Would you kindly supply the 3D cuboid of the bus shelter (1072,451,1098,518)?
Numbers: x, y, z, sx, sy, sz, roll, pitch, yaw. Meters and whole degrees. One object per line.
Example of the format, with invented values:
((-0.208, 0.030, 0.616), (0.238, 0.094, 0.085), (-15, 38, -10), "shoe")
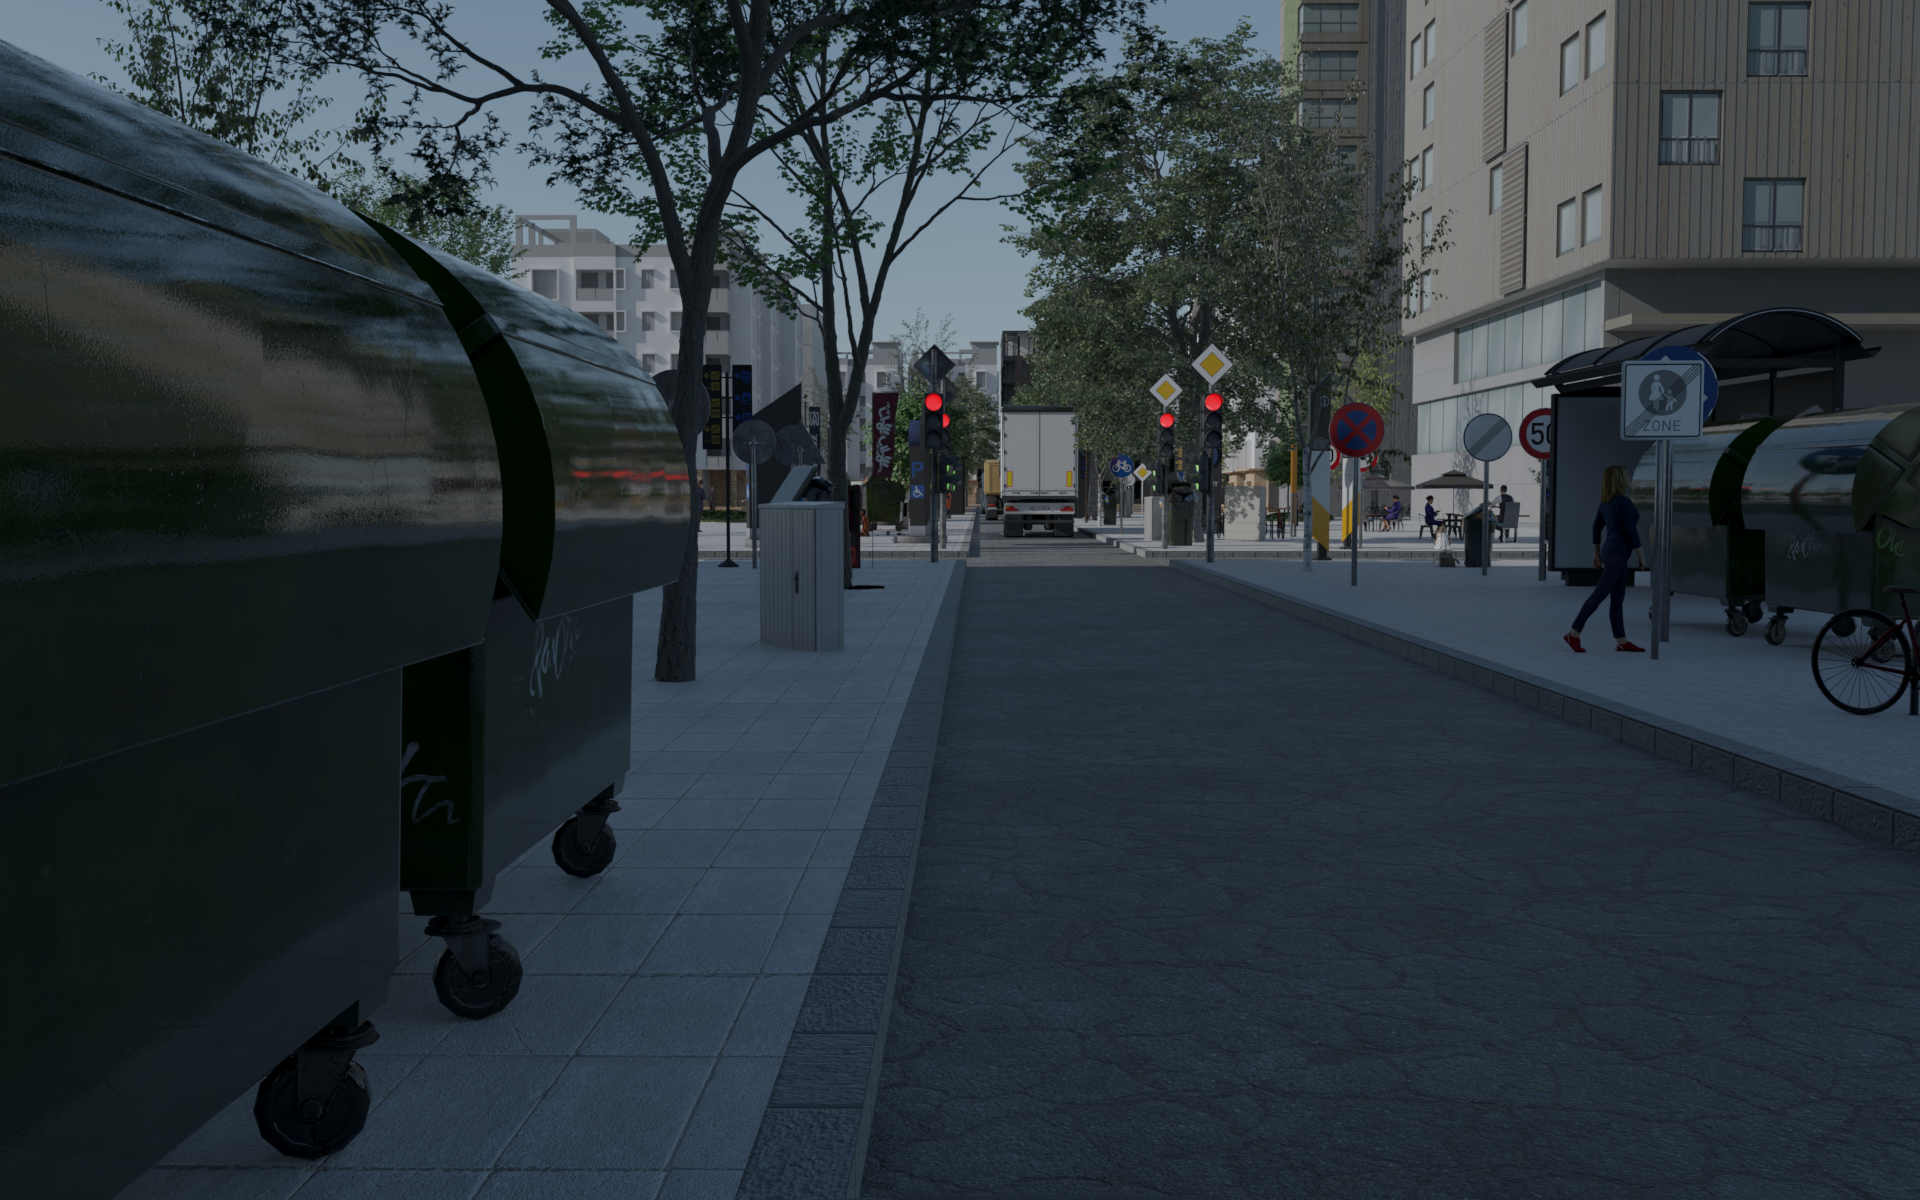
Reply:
((6.554, -6.327, 94.728), (1.731, 3.624, 6.357), (0, 4, 1), "bus shelter")

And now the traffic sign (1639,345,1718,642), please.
((6.110, -0.908, 14.949), (0.768, 2.556, 0.104), (0, 4, 3), "traffic sign")

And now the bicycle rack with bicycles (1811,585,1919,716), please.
((6.653, 0.243, 9.402), (2.852, 0.926, 2.925), (-2, 4, -24), "bicycle rack with bicycles")

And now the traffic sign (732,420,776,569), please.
((-3.540, -1.815, 29.774), (0.768, 2.556, 0.104), (0, 4, 2), "traffic sign")

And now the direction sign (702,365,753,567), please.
((-4.073, -2.347, 30.373), (0.876, 3.537, 0.379), (0, 4, -2), "direction sign")

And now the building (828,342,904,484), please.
((-13.036, -22.310, 221.188), (11.380, 20.091, 16.016), (0, 4, 1), "building")

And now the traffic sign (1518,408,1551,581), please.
((8.623, -1.560, 25.615), (0.768, 2.556, 0.104), (0, 4, 4), "traffic sign")

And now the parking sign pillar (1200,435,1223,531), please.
((9.243, -4.709, 65.462), (1.447, 3.967, 1.447), (1, 4, 10), "parking sign pillar")

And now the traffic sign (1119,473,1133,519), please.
((8.659, -5.535, 90.610), (0.768, 2.556, 0.104), (1, 4, 9), "traffic sign")

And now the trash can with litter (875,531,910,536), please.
((-1.629, -2.617, 53.848), (2.233, 1.210, 1.678), (-1, 4, -19), "trash can with litter")

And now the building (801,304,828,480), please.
((-29.369, -18.560, 169.916), (31.486, 18.905, 16.747), (0, 4, 1), "building")

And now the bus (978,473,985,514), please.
((2.844, -8.127, 127.744), (2.948, 3.499, 13.247), (0, 3, 0), "bus")

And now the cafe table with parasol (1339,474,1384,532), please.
((14.241, -3.321, 59.161), (2.610, 1.966, 2.610), (0, 4, 6), "cafe table with parasol")

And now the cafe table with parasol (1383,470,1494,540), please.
((13.846, -2.675, 48.598), (2.610, 1.966, 2.610), (-2, 4, -25), "cafe table with parasol")

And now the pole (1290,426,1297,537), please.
((10.001, -3.550, 51.880), (0.158, 3.312, 0.155), (0, 3, 0), "pole")

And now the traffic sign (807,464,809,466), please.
((-4.661, -3.196, 52.357), (0.768, 2.556, 0.104), (0, 4, 7), "traffic sign")

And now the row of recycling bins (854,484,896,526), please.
((-3.706, -3.946, 71.624), (1.069, 1.692, 3.534), (-2, 4, -30), "row of recycling bins")

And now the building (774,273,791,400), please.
((-21.964, -16.989, 134.183), (16.016, 20.091, 11.380), (0, 4, 1), "building")

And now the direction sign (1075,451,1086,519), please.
((6.163, -5.992, 89.965), (0.876, 3.537, 0.379), (-2, 4, -28), "direction sign")

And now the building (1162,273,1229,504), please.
((34.785, -19.359, 160.495), (27.936, 21.610, 32.646), (0, 4, 1), "building")

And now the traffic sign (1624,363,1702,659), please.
((5.392, -0.688, 13.374), (0.606, 2.300, 0.079), (0, 4, 5), "traffic sign")

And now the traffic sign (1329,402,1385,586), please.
((5.515, -1.471, 24.162), (0.768, 2.556, 0.104), (0, 4, 4), "traffic sign")

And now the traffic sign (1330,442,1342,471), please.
((8.400, -2.439, 39.976), (0.768, 2.556, 0.104), (1, 4, 10), "traffic sign")

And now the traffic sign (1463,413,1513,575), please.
((8.287, -1.662, 27.283), (0.768, 2.556, 0.104), (0, 4, 4), "traffic sign")

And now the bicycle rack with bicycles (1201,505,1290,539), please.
((8.254, -2.246, 50.111), (2.852, 0.926, 2.925), (1, 4, 10), "bicycle rack with bicycles")

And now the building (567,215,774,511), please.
((-22.019, -16.242, 121.980), (16.016, 20.091, 11.380), (0, 4, 1), "building")

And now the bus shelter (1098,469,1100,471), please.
((7.790, -7.156, 110.922), (2.014, 3.302, 5.546), (0, 4, 1), "bus shelter")

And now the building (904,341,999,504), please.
((-0.780, -22.292, 220.893), (11.380, 20.091, 16.016), (0, 4, 1), "building")

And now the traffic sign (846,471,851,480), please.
((-4.579, -4.028, 65.857), (0.884, 2.594, 0.081), (1, 4, 9), "traffic sign")

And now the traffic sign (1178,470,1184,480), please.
((8.869, -4.118, 67.434), (0.768, 2.556, 0.104), (0, 4, 7), "traffic sign")

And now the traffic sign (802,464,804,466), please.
((-4.601, -2.874, 47.099), (0.768, 2.556, 0.104), (1, 4, 10), "traffic sign")

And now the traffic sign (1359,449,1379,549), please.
((9.408, -2.477, 40.611), (0.768, 2.556, 0.104), (1, 4, 9), "traffic sign")

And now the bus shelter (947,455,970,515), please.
((-0.229, -7.143, 108.073), (1.731, 3.624, 6.357), (0, 4, 1), "bus shelter")

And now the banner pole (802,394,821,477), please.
((-3.736, -3.267, 43.433), (0.401, 3.779, 0.863), (2, 4, 32), "banner pole")

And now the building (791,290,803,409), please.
((-21.227, -17.706, 145.911), (16.016, 20.091, 11.380), (0, 4, 1), "building")

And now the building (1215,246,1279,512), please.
((28.712, -17.249, 138.444), (16.016, 20.091, 11.380), (0, 4, 1), "building")

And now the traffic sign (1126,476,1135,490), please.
((10.490, -6.573, 107.576), (0.768, 2.556, 0.104), (0, 4, 7), "traffic sign")

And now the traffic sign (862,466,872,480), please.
((-4.135, -4.886, 79.992), (0.768, 2.556, 0.104), (0, 4, 6), "traffic sign")

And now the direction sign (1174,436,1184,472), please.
((8.081, -4.287, 62.090), (0.876, 3.537, 0.379), (2, 4, 35), "direction sign")

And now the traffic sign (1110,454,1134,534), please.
((5.144, -3.365, 55.125), (0.768, 2.556, 0.104), (1, 4, 9), "traffic sign")

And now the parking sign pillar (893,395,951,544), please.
((-1.048, -3.487, 45.479), (1.447, 3.967, 1.447), (0, 4, 5), "parking sign pillar")

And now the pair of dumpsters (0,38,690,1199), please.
((-1.688, -0.075, 3.727), (1.574, 2.255, 4.437), (0, 4, 1), "pair of dumpsters")

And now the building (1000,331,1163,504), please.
((21.717, -23.411, 226.749), (32.646, 21.610, 27.936), (0, 4, 1), "building")

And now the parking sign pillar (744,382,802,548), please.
((-4.495, -3.265, 41.847), (1.447, 3.967, 1.447), (-1, 4, -17), "parking sign pillar")

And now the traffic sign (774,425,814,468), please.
((-3.088, -1.962, 32.190), (0.768, 2.556, 0.104), (0, 4, 2), "traffic sign")

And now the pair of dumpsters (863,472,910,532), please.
((-2.602, -3.571, 60.882), (1.574, 2.255, 4.437), (0, 4, 1), "pair of dumpsters")

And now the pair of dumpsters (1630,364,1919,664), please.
((7.418, -0.768, 15.055), (1.574, 2.255, 4.437), (0, 4, 1), "pair of dumpsters")

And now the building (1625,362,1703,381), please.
((67.135, -19.549, 163.608), (32.646, 21.610, 27.936), (0, 4, 1), "building")

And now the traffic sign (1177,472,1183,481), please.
((9.885, -4.633, 75.849), (0.768, 2.556, 0.104), (0, 4, 7), "traffic sign")

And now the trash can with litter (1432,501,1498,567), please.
((8.849, -1.161, 30.364), (1.055, 1.170, 0.624), (1, 4, 9), "trash can with litter")

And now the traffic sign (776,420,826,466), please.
((-2.812, -1.871, 30.591), (0.884, 2.594, 0.081), (0, 4, 5), "traffic sign")

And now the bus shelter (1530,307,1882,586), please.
((8.964, -1.688, 21.530), (2.014, 3.302, 5.546), (0, 4, 1), "bus shelter")

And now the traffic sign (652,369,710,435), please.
((-2.928, -1.076, 17.704), (0.768, 2.556, 0.104), (1, 4, 9), "traffic sign")

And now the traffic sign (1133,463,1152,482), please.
((7.772, -4.518, 73.605), (0.795, 2.593, 0.064), (0, 4, 5), "traffic sign")
